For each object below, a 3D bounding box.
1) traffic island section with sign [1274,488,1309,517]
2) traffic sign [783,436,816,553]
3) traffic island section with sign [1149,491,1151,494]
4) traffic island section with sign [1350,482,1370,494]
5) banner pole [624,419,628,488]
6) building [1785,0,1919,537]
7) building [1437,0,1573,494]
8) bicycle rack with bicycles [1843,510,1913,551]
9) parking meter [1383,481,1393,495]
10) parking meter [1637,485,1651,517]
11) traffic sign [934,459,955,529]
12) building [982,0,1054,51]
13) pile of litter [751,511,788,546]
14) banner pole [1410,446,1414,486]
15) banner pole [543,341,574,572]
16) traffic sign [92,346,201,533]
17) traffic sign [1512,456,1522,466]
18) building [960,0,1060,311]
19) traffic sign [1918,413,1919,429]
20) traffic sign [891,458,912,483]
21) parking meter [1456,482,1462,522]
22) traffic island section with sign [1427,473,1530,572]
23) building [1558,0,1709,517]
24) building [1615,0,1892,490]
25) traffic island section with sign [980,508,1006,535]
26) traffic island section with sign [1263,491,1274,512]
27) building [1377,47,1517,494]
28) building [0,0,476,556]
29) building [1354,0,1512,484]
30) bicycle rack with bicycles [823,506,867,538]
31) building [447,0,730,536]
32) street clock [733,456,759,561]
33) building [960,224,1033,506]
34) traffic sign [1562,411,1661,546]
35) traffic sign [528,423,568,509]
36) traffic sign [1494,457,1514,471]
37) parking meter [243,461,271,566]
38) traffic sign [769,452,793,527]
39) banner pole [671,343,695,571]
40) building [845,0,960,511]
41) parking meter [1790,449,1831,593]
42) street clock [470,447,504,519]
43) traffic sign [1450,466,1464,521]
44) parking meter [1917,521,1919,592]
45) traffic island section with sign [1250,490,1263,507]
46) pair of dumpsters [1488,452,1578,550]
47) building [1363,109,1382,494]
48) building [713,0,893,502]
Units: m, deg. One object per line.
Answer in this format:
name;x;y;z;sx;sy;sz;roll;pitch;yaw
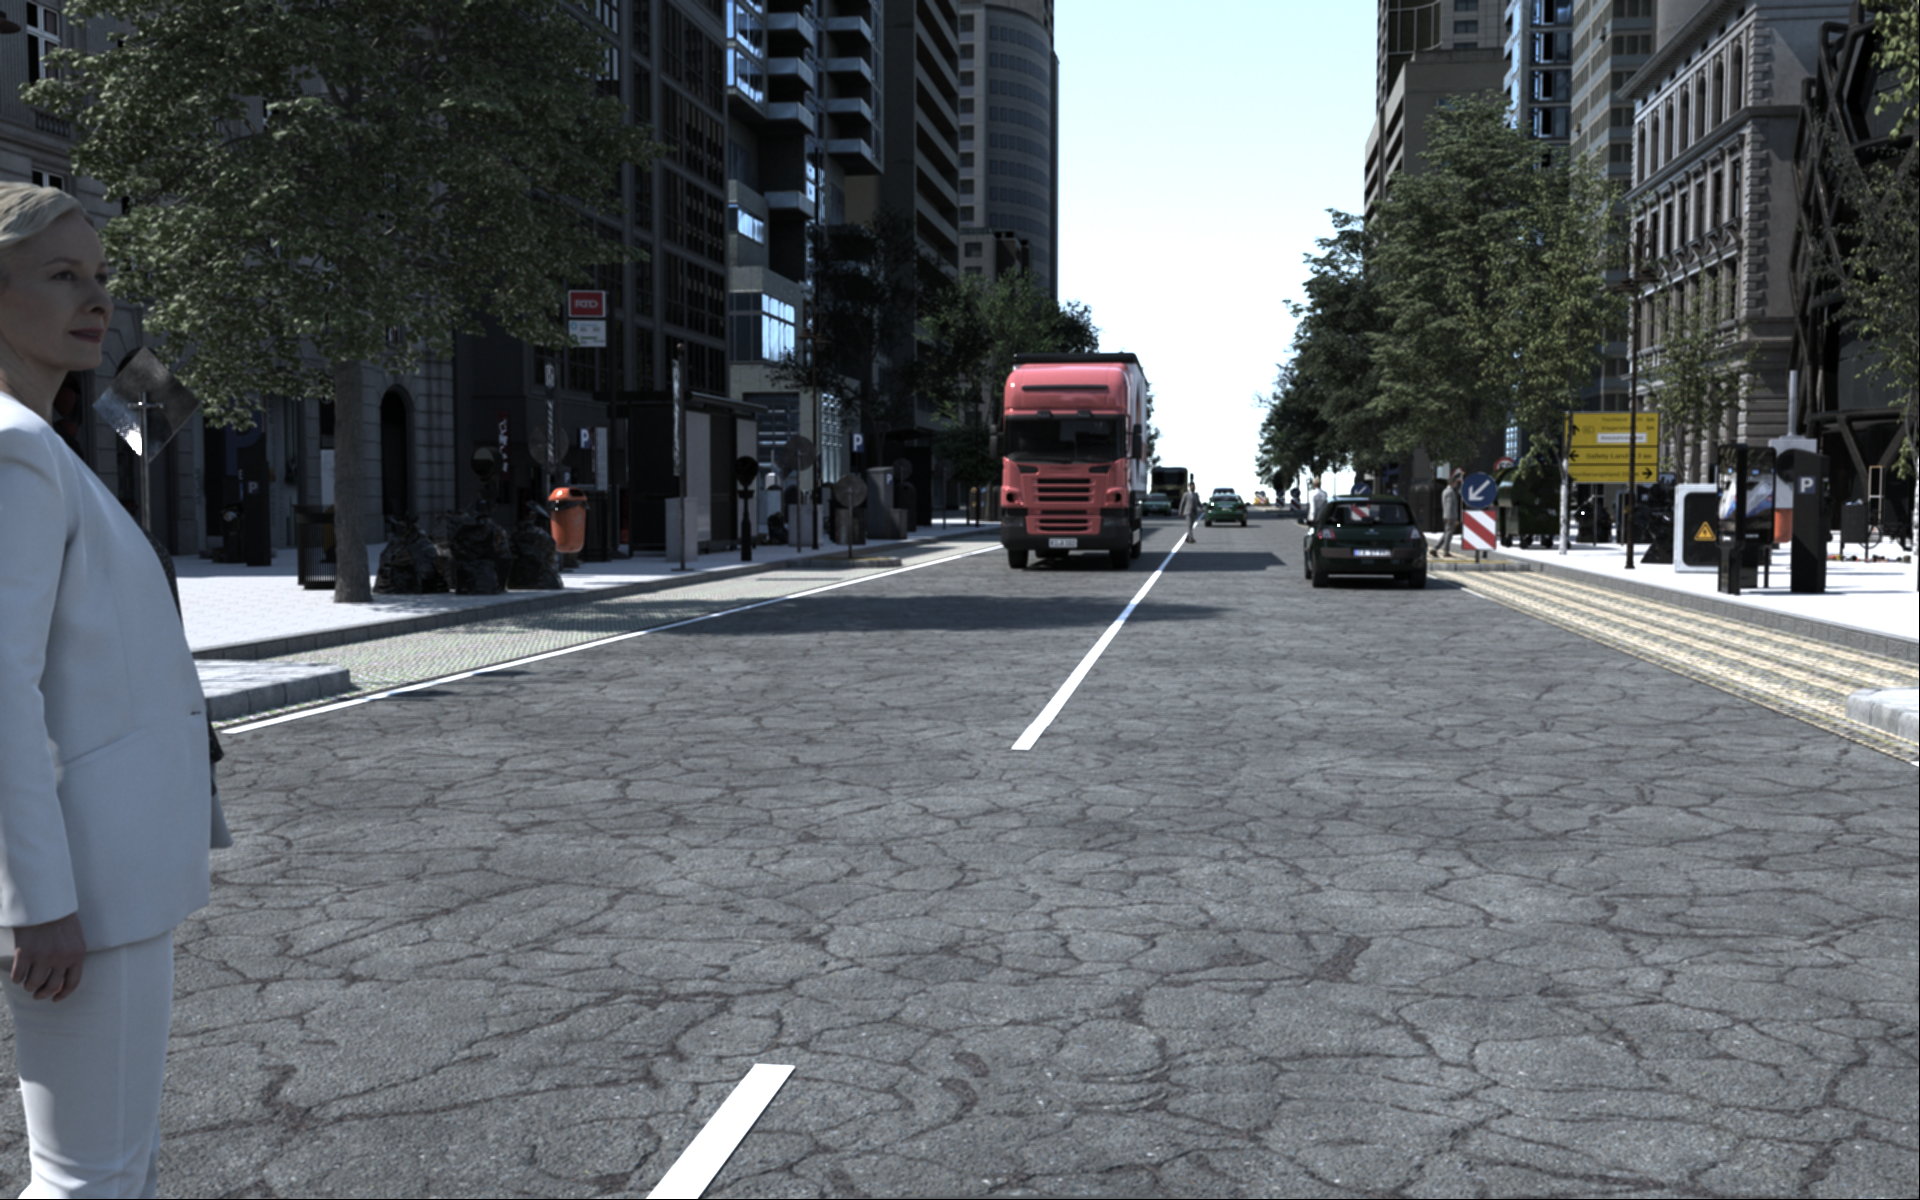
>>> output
traffic island section with sign;20.970;-6.140;109.012;1.989;1.847;2.006;1;4;8
traffic sign;-3.533;-2.315;37.954;0.768;2.556;0.104;1;4;14
traffic island section with sign;21.424;-11.243;192.456;1.989;1.847;2.006;1;4;8
traffic island section with sign;13.555;-3.106;59.404;1.989;1.847;2.006;1;4;8
banner pole;-9.219;-3.541;47.910;0.401;3.779;0.863;0;4;-5
building;34.987;-11.353;53.073;16.820;18.784;16.811;1;4;8
building;48.981;-49.851;127.741;22.319;86.520;31.000;1;4;8
bicycle rack with bicycles;22.030;-1.626;39.971;2.925;0.926;2.852;-1;4;-16
parking meter;19.578;-4.495;79.210;0.399;1.863;0.255;0;4;-4
parking meter;19.019;-2.432;48.178;0.372;1.533;0.369;0;3;0
traffic sign;-0.567;-3.835;62.806;0.768;2.556;0.104;1;4;13
building;4.227;-48.649;233.667;20.563;71.187;20.611;1;4;8
pile of litter;-4.894;-1.821;43.732;1.176;0.858;1.719;2;4;24
banner pole;19.881;-5.271;76.204;0.401;3.779;0.863;2;4;26
banner pole;-6.597;-2.333;28.170;0.401;3.779;0.863;0;4;7
traffic sign;-5.528;-0.498;11.780;0.795;2.450;0.064;1;4;8
traffic sign;18.696;-3.510;57.502;0.768;2.556;0.104;1;4;13
building;0.199;-40.857;210.018;21.231;58.520;28.212;1;4;8
traffic sign;11.888;-1.266;20.798;0.768;2.556;0.104;1;4;13
traffic sign;-2.081;-3.754;61.489;0.768;2.556;0.104;1;4;13
parking meter;22.597;-4.430;78.142;0.399;1.863;0.255;1;4;22
traffic island section with sign;9.571;-1.473;32.704;1.989;1.847;2.006;1;4;8
building;49.581;-25.042;101.317;32.217;40.220;23.993;1;4;8
building;34.884;-14.839;71.490;11.050;23.489;19.941;1;4;8
traffic island section with sign;1.807;-3.213;61.162;1.989;1.847;2.006;1;4;8
traffic island section with sign;24.960;-7.773;135.715;1.989;1.847;2.006;1;4;8
building;57.116;-34.355;185.403;21.300;48.544;21.600;1;4;8
building;-21.749;-11.983;37.720;13.314;21.916;24.055;1;4;8
building;63.358;-48.252;227.175;20.563;71.187;20.611;1;4;8
bicycle rack with bicycles;-3.227;-2.344;51.712;2.925;0.926;2.852;0;4;6
building;-17.974;-16.375;61.234;14.314;27.812;24.014;1;4;8
street clock;-4.095;-1.747;33.134;0.471;2.002;0.358;-1;4;-12
building;0.283;-25.554;189.508;14.160;30.474;14.107;1;4;8
traffic sign;15.974;-2.978;42.564;2.265;3.308;0.079;1;4;12
traffic sign;-7.325;-1.876;30.780;0.768;2.556;0.104;1;4;13
traffic sign;18.623;-3.616;59.231;0.768;2.556;0.104;1;4;9
parking meter;-12.501;-1.534;30.786;0.399;1.863;0.255;0;4;8
traffic sign;-4.885;-2.845;47.706;0.795;2.450;0.064;1;4;14
banner pole;-4.653;-2.363;28.657;0.401;3.779;0.863;0;4;3
building;-12.109;-30.979;130.213;21.300;48.544;21.600;1;4;8
parking meter;11.053;-1.026;22.493;0.255;1.863;0.399;-3;5;-40
street clock;-7.264;-1.351;26.653;0.471;2.002;0.358;2;4;26
traffic sign;21.063;-4.481;73.267;0.884;2.594;0.081;1;4;14
parking meter;12.780;-0.874;22.694;0.372;1.533;0.369;0;3;0
traffic island section with sign;33.076;-11.099;190.102;1.989;1.847;2.006;1;4;8
pair of dumpsters;13.687;-2.402;41.760;1.574;2.255;4.437;1;4;8
building;59.783;-35.668;206.866;21.300;48.544;21.600;1;4;8
building;-15.976;-48.344;103.088;22.319;86.520;31.000;1;4;8
